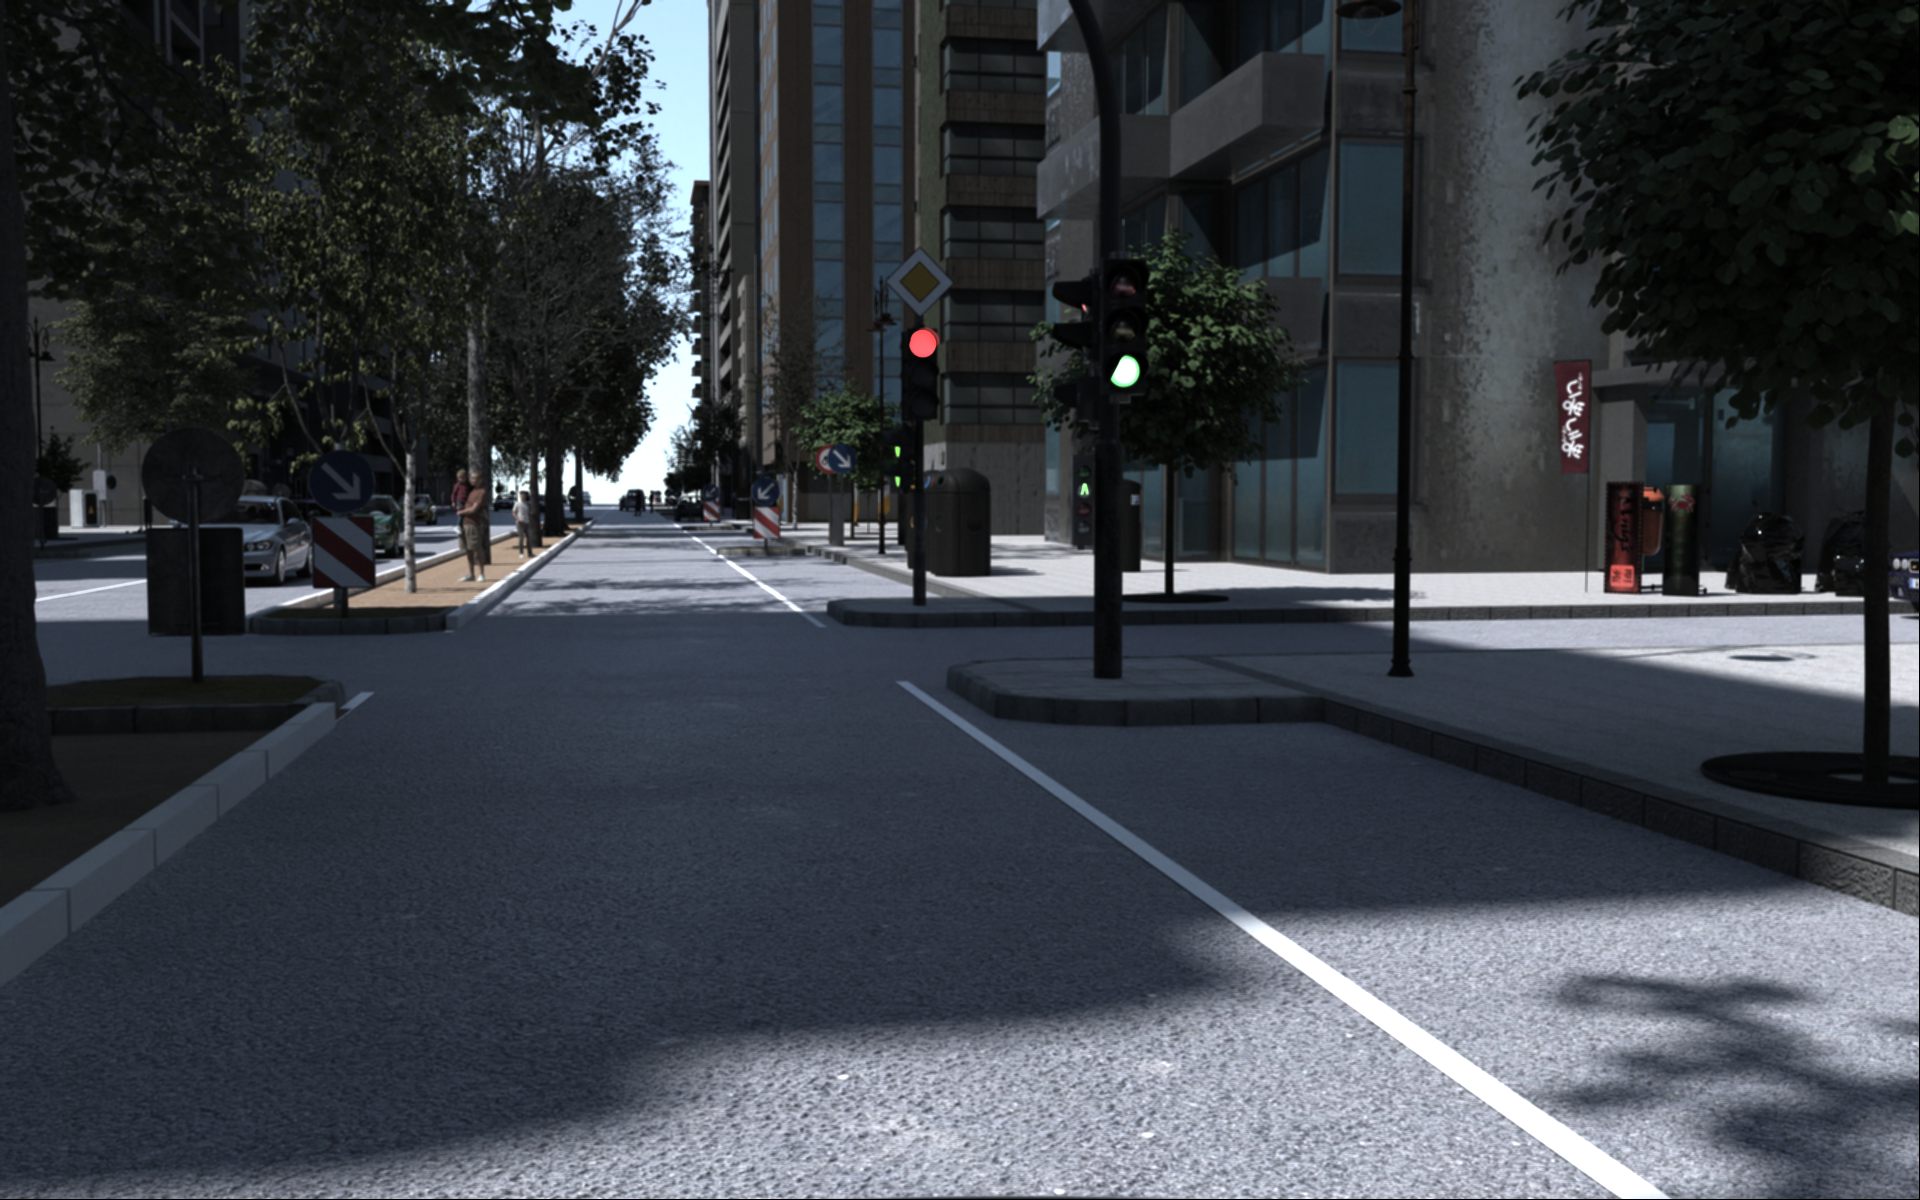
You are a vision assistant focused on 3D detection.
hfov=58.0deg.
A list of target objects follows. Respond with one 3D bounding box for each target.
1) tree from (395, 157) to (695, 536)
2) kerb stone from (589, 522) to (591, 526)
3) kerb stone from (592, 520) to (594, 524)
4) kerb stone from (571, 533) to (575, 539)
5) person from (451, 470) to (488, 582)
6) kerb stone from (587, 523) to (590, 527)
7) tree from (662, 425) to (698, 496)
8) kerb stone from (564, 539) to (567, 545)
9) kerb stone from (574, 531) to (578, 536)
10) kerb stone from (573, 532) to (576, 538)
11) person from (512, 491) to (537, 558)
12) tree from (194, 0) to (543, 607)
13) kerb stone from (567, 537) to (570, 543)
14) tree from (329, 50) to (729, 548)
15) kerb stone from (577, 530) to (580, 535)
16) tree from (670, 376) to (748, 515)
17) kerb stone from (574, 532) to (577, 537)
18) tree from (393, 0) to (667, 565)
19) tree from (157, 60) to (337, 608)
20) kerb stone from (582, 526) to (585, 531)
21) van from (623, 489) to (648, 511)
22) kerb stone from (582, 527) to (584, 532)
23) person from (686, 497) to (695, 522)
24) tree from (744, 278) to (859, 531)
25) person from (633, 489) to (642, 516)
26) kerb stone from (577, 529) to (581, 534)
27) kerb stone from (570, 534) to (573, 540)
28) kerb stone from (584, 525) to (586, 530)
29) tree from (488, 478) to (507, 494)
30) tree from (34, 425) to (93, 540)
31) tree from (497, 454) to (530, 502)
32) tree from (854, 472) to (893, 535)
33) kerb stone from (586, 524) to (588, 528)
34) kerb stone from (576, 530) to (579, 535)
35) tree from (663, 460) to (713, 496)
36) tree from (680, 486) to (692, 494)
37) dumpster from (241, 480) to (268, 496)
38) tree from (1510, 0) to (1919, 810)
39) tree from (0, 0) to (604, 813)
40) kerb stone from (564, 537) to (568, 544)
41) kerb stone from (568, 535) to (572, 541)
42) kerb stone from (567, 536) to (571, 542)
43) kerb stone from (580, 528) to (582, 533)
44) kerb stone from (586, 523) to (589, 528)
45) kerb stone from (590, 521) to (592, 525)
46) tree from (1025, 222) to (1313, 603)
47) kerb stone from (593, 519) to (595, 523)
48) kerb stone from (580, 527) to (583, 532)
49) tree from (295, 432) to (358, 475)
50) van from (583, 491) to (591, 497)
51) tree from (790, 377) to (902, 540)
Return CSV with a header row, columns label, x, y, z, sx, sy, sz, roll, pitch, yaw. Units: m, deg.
label,x,y,z,sx,sy,sz,roll,pitch,yaw
tree,-13.813,-8.489,58.264,9.611,12.733,9.660,0,3,0
kerb stone,-15.766,-3.115,73.124,0.120,0.150,1.000,-1,4,-11
kerb stone,-16.726,-3.418,78.170,0.120,0.150,1.000,-1,4,-11
kerb stone,-11.947,-1.883,52.979,0.120,0.150,1.000,-1,4,-11
person,-7.974,-1.206,28.200,0.580,1.828,0.573,-1,4,-10
kerb stone,-15.381,-2.992,71.116,0.120,0.150,1.000,-1,4,-11
tree,-28.907,-14.091,180.752,4.360,8.622,3.978,0,3,0
kerb stone,-10.800,-1.510,46.927,0.120,0.150,1.000,-1,4,-11
kerb stone,-12.522,-2.067,55.997,0.120,0.150,1.000,-1,4,-11
kerb stone,-12.137,-1.944,53.985,0.120,0.150,1.000,-1,4,-11
person,-9.741,-1.693,38.773,0.523,1.515,0.503,1,4,12
tree,-7.993,-4.409,24.903,4.737,8.622,4.395,0,3,0
kerb stone,-11.180,-1.636,48.938,0.120,0.150,1.000,-1,4,-11
tree,-11.351,-8.135,45.842,12.009,13.543,11.850,0,3,0
kerb stone,-12.898,-2.190,58.010,0.120,0.150,1.000,-1,4,-11
tree,-14.859,-9.563,106.716,4.737,8.622,4.395,0,3,0
kerb stone,-12.329,-2.003,54.989,0.120,0.150,1.000,-1,4,-11
tree,-8.298,-10.719,33.609,12.611,20.169,13.585,0,3,0
tree,-7.101,-4.084,19.585,4.737,8.622,4.395,0,3,0
kerb stone,-14.047,-2.558,64.061,0.120,0.150,1.000,-1,4,-11
van,-27.437,-8.527,146.433,2.013,2.044,4.112,-1,4,-11
kerb stone,-13.856,-2.499,63.046,0.120,0.150,1.000,-1,4,-11
person,-13.763,-4.623,88.366,0.640,1.303,0.475,2,4,35
tree,-5.634,-6.714,60.130,4.360,8.622,3.978,0,3,0
person,-21.461,-6.485,114.974,0.568,1.767,0.683,1,4,22
kerb stone,-13.086,-2.252,59.021,0.120,0.150,1.000,-1,4,-11
kerb stone,-11.755,-1.818,51.971,0.120,0.150,1.000,-1,4,-11
kerb stone,-14.430,-2.684,66.074,0.120,0.150,1.000,-1,4,-11
tree,-55.666,-13.127,209.219,1.663,3.219,1.824,0,3,0
tree,-25.402,-3.302,48.587,1.663,3.219,1.824,0,3,0
tree,-61.423,-17.768,240.874,4.360,8.622,3.978,0,3,0
tree,-2.868,-3.692,54.964,1.663,3.219,1.824,0,3,0
kerb stone,-15.011,-2.860,69.095,0.120,0.150,1.000,-1,4,-11
kerb stone,-12.709,-2.129,57.004,0.120,0.150,1.000,-1,4,-11
tree,-24.210,-10.743,159.355,4.285,4.588,4.351,0,3,0
tree,-31.567,-12.590,200.454,1.663,3.219,1.824,0,3,0
dumpster,-28.863,-3.941,70.198,1.264,1.857,1.865,-1,4,-11
tree,4.162,-1.460,7.587,4.285,4.588,4.351,0,3,0
tree,-4.179,-5.295,7.158,7.486,12.596,7.792,0,3,0
kerb stone,-10.987,-1.574,47.934,0.120,0.150,1.000,-1,4,-11
kerb stone,-11.561,-1.760,50.967,0.120,0.150,1.000,-1,4,-11
kerb stone,-11.372,-1.698,49.954,0.120,0.150,1.000,-1,4,-11
kerb stone,-13.473,-2.373,61.028,0.120,0.150,1.000,-1,4,-11
kerb stone,-15.196,-2.925,70.111,0.120,0.150,1.000,-1,4,-11
kerb stone,-16.151,-3.238,75.133,0.120,0.150,1.000,-1,4,-11
tree,2.614,-2.273,20.877,4.285,4.588,4.351,0,3,0
kerb stone,-17.299,-3.608,81.187,0.120,0.150,1.000,-1,4,-11
kerb stone,-13.664,-2.437,62.033,0.120,0.150,1.000,-1,4,-11
tree,-32.131,-6.413,88.572,4.285,4.588,4.351,0,3,0
van,-52.326,-14.313,241.025,2.013,2.044,4.112,-1,4,-9
tree,-3.100,-3.966,48.556,4.285,4.588,4.351,0,3,0
